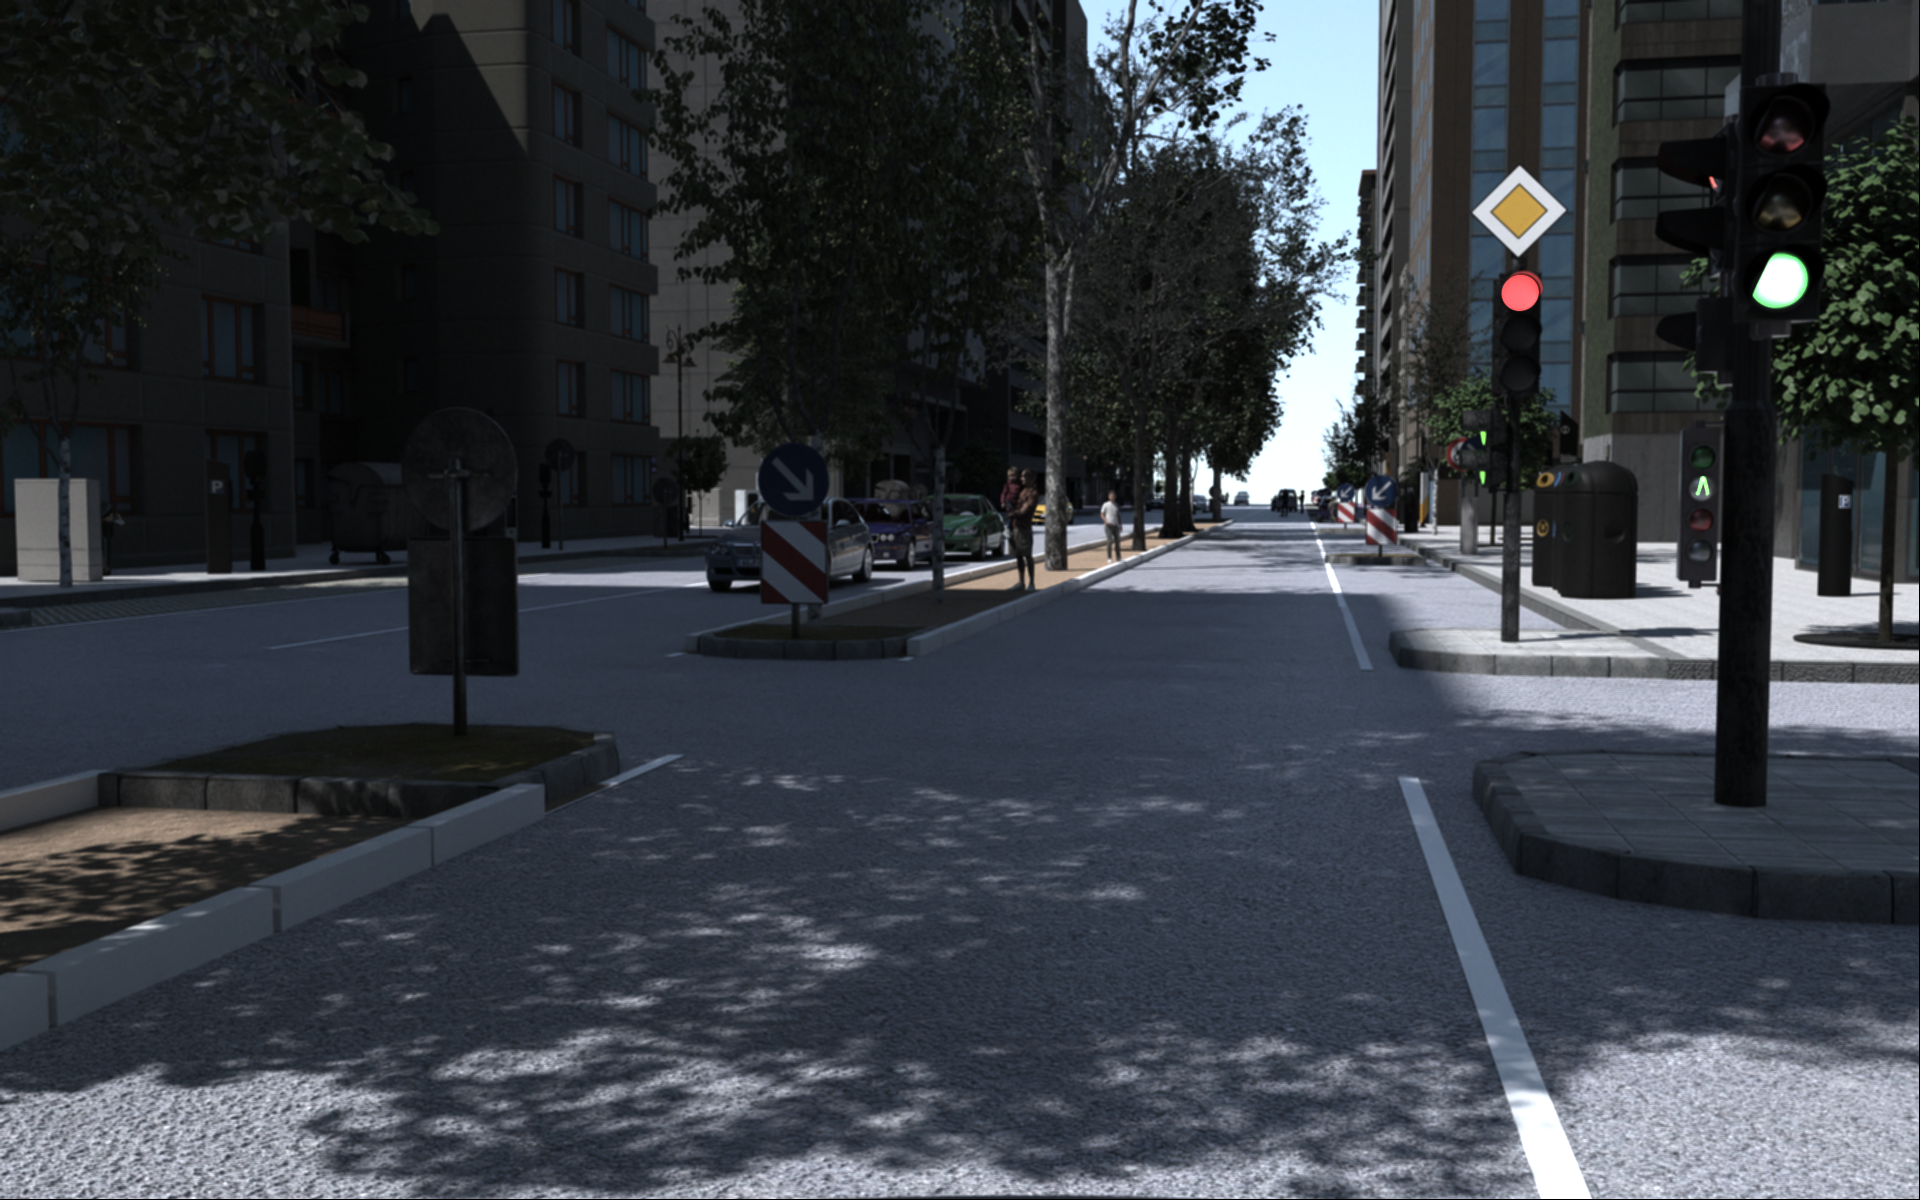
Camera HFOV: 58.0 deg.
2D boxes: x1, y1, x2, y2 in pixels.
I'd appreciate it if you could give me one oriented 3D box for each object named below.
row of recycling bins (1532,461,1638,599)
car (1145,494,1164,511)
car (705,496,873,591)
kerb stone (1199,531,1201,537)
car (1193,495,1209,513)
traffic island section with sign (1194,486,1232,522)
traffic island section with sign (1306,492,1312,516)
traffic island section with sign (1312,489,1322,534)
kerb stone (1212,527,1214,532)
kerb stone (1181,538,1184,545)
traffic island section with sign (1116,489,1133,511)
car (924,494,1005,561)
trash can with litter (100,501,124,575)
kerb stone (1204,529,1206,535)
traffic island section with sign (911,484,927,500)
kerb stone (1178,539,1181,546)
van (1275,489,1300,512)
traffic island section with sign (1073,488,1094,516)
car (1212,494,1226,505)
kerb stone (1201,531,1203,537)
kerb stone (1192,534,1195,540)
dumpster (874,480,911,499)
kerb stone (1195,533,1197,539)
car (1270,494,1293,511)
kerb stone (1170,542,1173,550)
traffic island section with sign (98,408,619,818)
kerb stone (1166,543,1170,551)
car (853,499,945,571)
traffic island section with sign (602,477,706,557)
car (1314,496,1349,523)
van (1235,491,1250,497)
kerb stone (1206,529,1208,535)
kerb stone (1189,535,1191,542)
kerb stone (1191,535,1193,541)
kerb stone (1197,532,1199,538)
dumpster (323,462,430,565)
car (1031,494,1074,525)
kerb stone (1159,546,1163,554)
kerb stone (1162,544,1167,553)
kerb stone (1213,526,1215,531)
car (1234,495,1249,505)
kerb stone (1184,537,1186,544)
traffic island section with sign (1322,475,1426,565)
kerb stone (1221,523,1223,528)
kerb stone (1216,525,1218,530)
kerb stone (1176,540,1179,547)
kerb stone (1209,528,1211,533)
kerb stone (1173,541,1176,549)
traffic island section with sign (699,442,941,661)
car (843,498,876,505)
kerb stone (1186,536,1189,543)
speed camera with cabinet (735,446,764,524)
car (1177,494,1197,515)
[{"bbox_3d":[8.213,-0.956,22.751,1.069,1.692,3.534,1,4,11],"label":"row of recycling bins"},{"bbox_3d":[16.491,-8.268,144.968,2.009,1.686,4.222,1,4,10],"label":"car"},{"bbox_3d":[-2.554,-0.916,26.977,2.014,1.417,4.499,1,4,10],"label":"car"},{"bbox_3d":[7.620,-2.066,55.968,0.120,0.150,1.000,1,4,11],"label":"kerb stone"},{"bbox_3d":[18.173,-7.411,133.529,2.083,1.381,4.827,1,4,13],"label":"car"},{"bbox_3d":[13.168,-4.984,89.631,2.006,1.907,1.989,1,4,11],"label":"traffic island section with sign"},{"bbox_3d":[23.762,-6.381,112.956,1.989,1.847,2.006,1,4,11],"label":"traffic island section with sign"},{"bbox_3d":[13.980,-3.345,63.324,1.989,1.847,2.006,1,4,11],"label":"traffic island section with sign"},{"bbox_3d":[9.201,-2.554,64.022,0.120,0.150,1.000,1,4,11],"label":"kerb stone"},{"bbox_3d":[6.032,-1.574,47.926,0.120,0.150,1.000,1,4,11],"label":"kerb stone"},{"bbox_3d":[13.199,-8.189,142.525,1.989,1.847,2.006,1,4,11],"label":"traffic island section with sign"},{"bbox_3d":[-0.125,-1.634,38.515,2.131,1.459,4.920,1,4,10],"label":"car"},{"bbox_3d":[-13.551,-0.949,26.896,0.624,1.170,1.055,1,4,8],"label":"trash can with litter"},{"bbox_3d":[8.206,-2.250,58.978,0.120,0.150,1.000,1,4,11],"label":"kerb stone"},{"bbox_3d":[-1.645,-3.578,67.126,1.989,1.847,2.006,1,4,11],"label":"traffic island section with sign"},{"bbox_3d":[5.830,-1.512,46.915,0.120,0.150,1.000,1,4,11],"label":"kerb stone"},{"bbox_3d":[26.916,-8.282,142.428,2.013,2.044,4.112,1,4,11],"label":"van"},{"bbox_3d":[7.920,-6.552,115.755,1.989,1.847,2.006,1,4,11],"label":"traffic island section with sign"},{"bbox_3d":[35.381,-13.850,236.226,2.009,1.686,4.222,1,4,10],"label":"car"},{"bbox_3d":[7.807,-2.126,56.973,0.120,0.150,1.000,1,4,11],"label":"kerb stone"},{"bbox_3d":[7.015,-1.881,52.952,0.120,0.150,1.000,1,4,11],"label":"kerb stone"},{"bbox_3d":[-2.833,-4.064,72.199,1.264,1.857,1.865,1,4,11],"label":"dumpster"},{"bbox_3d":[7.218,-1.943,53.956,0.120,0.150,1.000,1,4,11],"label":"kerb stone"},{"bbox_3d":[27.479,-8.305,147.790,2.014,1.417,4.499,1,4,12],"label":"car"},{"bbox_3d":[5.232,-1.324,43.894,0.120,0.150,1.000,1,4,11],"label":"kerb stone"},{"bbox_3d":[-2.781,-0.030,8.635,2.006,1.907,1.989,1,4,11],"label":"traffic island section with sign"},{"bbox_3d":[5.048,-1.266,42.887,0.120,0.150,1.000,1,4,11],"label":"kerb stone"},{"bbox_3d":[-1.469,-1.292,33.712,1.945,1.354,3.894,1,4,12],"label":"car"},{"bbox_3d":[-6.975,-1.923,40.062,1.989,1.847,2.006,1,4,11],"label":"traffic island section with sign"},{"bbox_3d":[18.760,-4.537,86.764,1.945,1.354,3.894,1,4,10],"label":"car"},{"bbox_3d":[39.088,-14.218,239.470,2.013,2.044,4.112,1,4,12],"label":"van"},{"bbox_3d":[8.406,-2.312,59.990,0.120,0.150,1.000,1,4,11],"label":"kerb stone"},{"bbox_3d":[6.622,-1.758,50.941,0.120,0.150,1.000,1,4,11],"label":"kerb stone"},{"bbox_3d":[6.819,-1.817,51.944,0.120,0.150,1.000,1,4,11],"label":"kerb stone"},{"bbox_3d":[7.417,-2.004,54.960,0.120,0.150,1.000,1,4,11],"label":"kerb stone"},{"bbox_3d":[-10.719,-1.600,31.922,1.264,1.857,1.865,1,4,11],"label":"dumpster"},{"bbox_3d":[4.241,-4.270,80.044,2.015,1.641,3.980,1,4,10],"label":"car"},{"bbox_3d":[4.640,-1.138,40.868,0.120,0.150,1.000,1,4,11],"label":"kerb stone"},{"bbox_3d":[4.842,-1.204,41.877,0.120,0.150,1.000,1,4,11],"label":"kerb stone"},{"bbox_3d":[9.392,-2.614,65.026,0.120,0.150,1.000,1,4,11],"label":"kerb stone"},{"bbox_3d":[36.802,-13.083,226.271,2.083,1.381,4.827,1,4,12],"label":"car"},{"bbox_3d":[6.226,-1.632,48.930,0.120,0.150,1.000,1,4,11],"label":"kerb stone"},{"bbox_3d":[8.605,-1.673,35.978,1.989,1.847,2.006,1,4,11],"label":"traffic island section with sign"},{"bbox_3d":[10.586,-2.985,71.058,0.120,0.150,1.000,1,4,11],"label":"kerb stone"},{"bbox_3d":[9.797,-2.737,67.045,0.120,0.150,1.000,1,4,11],"label":"kerb stone"},{"bbox_3d":[5.629,-1.450,45.901,0.120,0.150,1.000,1,4,11],"label":"kerb stone"},{"bbox_3d":[8.800,-2.435,62.012,0.120,0.150,1.000,1,4,11],"label":"kerb stone"},{"bbox_3d":[5.434,-1.389,44.898,0.120,0.150,1.000,1,4,11],"label":"kerb stone"},{"bbox_3d":[-1.341,-0.475,15.901,2.006,1.907,1.989,1,4,11],"label":"traffic island section with sign"},{"bbox_3d":[-2.925,-1.955,44.548,1.945,1.354,3.894,1,4,11],"label":"car"},{"bbox_3d":[6.424,-1.697,49.937,0.120,0.150,1.000,1,4,11],"label":"kerb stone"},{"bbox_3d":[-8.261,-4.635,70.124,0.660,3.252,2.038,2,4,31],"label":"speed camera with cabinet"},{"bbox_3d":[15.539,-6.782,120.667,2.009,1.686,4.222,1,4,9],"label":"car"}]
